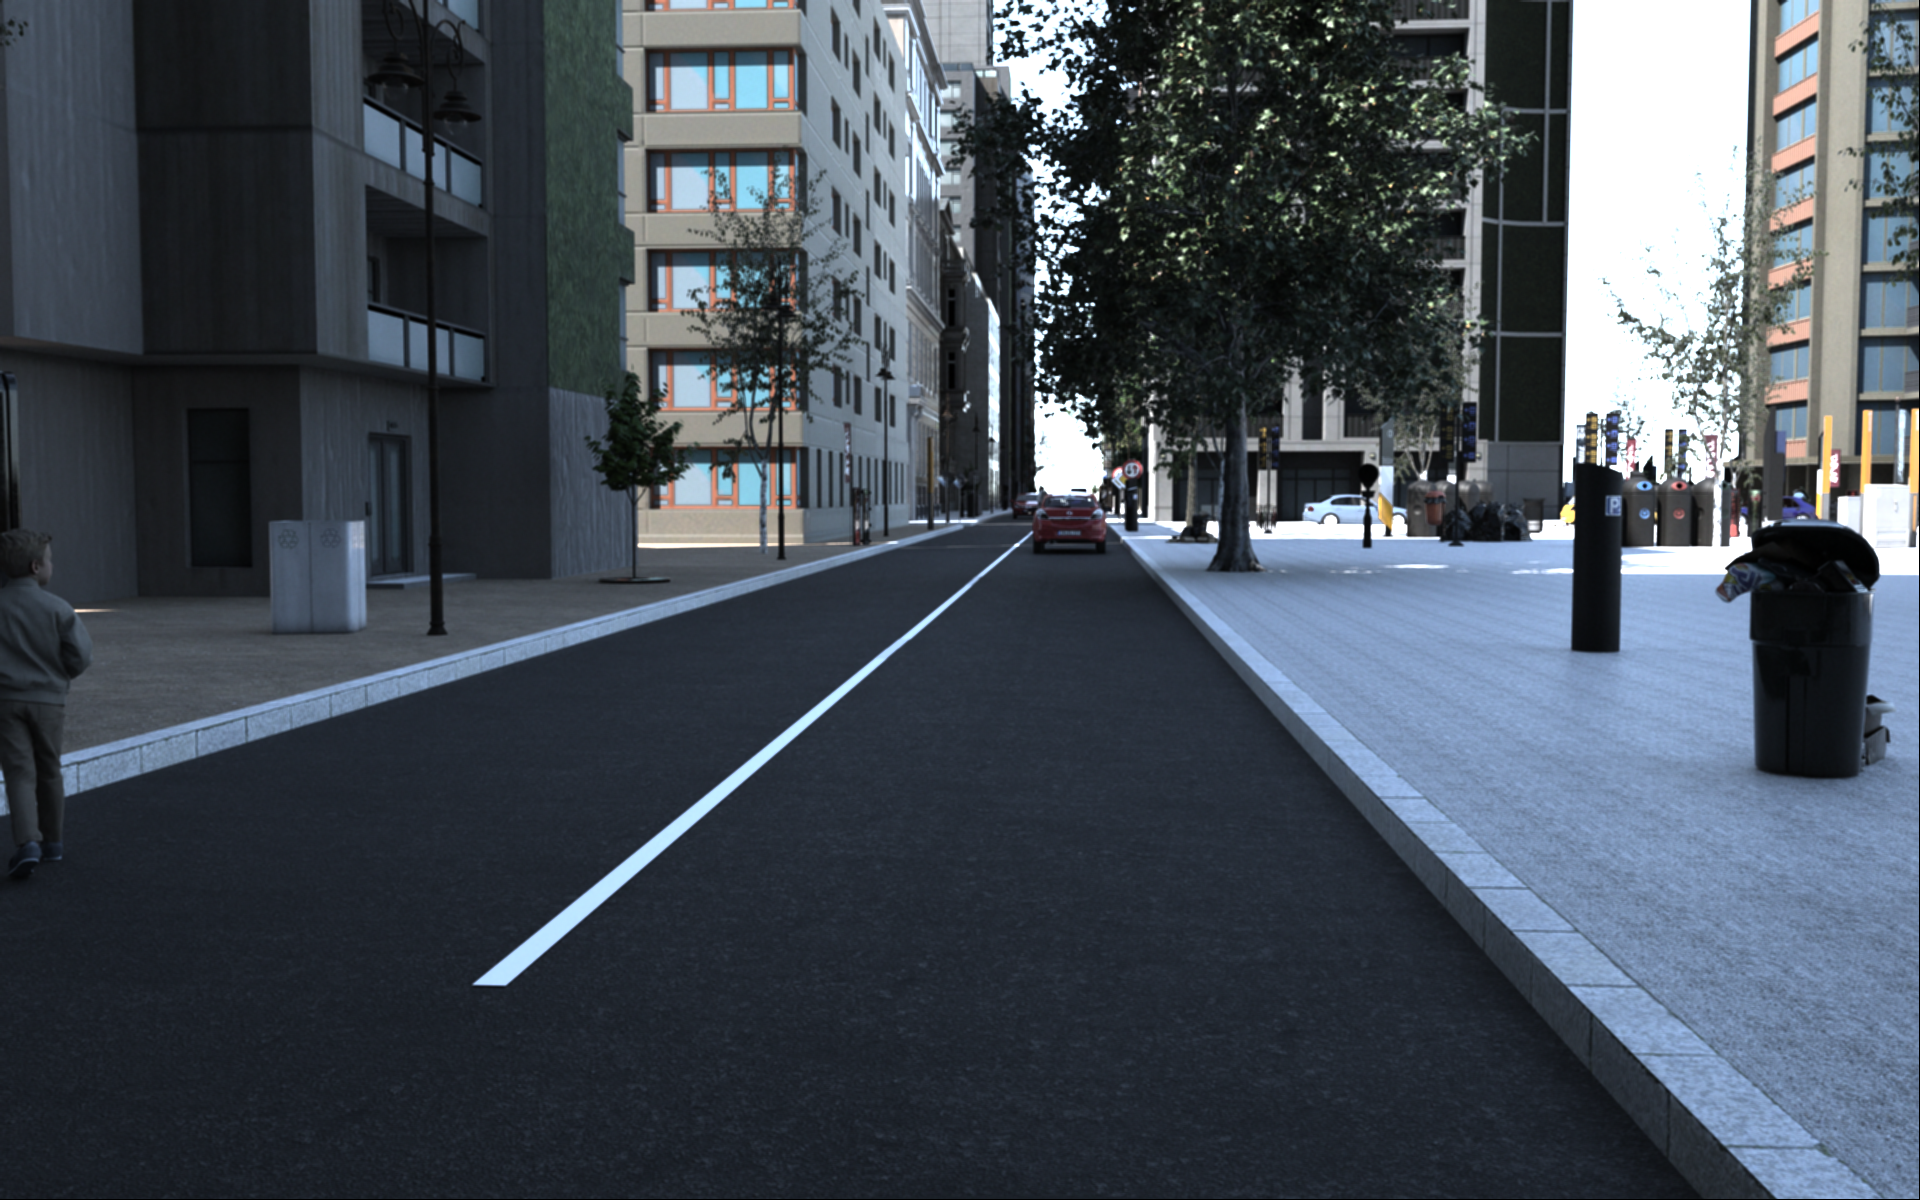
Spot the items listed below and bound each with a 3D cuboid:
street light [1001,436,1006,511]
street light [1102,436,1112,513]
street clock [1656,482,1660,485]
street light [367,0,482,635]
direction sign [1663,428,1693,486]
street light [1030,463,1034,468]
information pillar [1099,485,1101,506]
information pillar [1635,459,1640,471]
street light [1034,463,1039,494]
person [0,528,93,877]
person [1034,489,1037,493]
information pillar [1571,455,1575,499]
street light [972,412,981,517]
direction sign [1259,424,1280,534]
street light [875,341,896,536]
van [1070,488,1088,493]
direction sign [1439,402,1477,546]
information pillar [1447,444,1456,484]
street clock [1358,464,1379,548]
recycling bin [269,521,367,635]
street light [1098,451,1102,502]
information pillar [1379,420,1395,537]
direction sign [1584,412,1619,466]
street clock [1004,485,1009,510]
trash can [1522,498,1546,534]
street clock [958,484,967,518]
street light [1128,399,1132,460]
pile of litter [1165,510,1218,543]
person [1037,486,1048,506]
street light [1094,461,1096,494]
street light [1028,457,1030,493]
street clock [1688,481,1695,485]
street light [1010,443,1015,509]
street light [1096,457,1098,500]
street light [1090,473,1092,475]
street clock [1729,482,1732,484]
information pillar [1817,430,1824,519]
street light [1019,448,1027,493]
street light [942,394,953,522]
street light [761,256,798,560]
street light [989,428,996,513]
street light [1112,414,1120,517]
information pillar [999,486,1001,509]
[{"bbox_3d":[3.347,-9.876,134.259,0.468,5.910,1.993,0,4,4],"label":"street light"},{"bbox_3d":[11.529,-9.901,134.663,0.468,5.910,1.993,0,4,4],"label":"street light"},{"bbox_3d":[42.183,-6.125,104.715,0.358,2.002,0.471,2,4,26],"label":"street clock"},{"bbox_3d":[-4.767,-2.619,15.615,0.468,5.910,1.993,0,4,4],"label":"street light"},{"bbox_3d":[24.669,-4.146,59.779,0.876,3.537,0.379,-1,4,-12],"label":"direction sign"},{"bbox_3d":[8.497,-14.576,211.099,0.468,5.910,1.993,0,4,4],"label":"street light"},{"bbox_3d":[11.770,-8.566,144.551,0.304,2.012,0.304,-1,4,-12],"label":"information pillar"},{"bbox_3d":[45.339,-7.635,116.187,0.504,3.616,0.183,2,4,28],"label":"information pillar"},{"bbox_3d":[9.816,-15.688,229.283,0.468,5.910,1.993,0,4,4],"label":"street light"},{"bbox_3d":[-3.561,0.378,6.588,0.475,1.303,0.640,-2,4,-31],"label":"person"},{"bbox_3d":[5.083,-6.681,118.087,0.721,1.781,0.623,0,4,-8],"label":"person"},{"bbox_3d":[36.972,-6.891,104.014,0.504,3.616,0.183,2,4,32],"label":"information pillar"},{"bbox_3d":[0.928,-7.641,97.726,0.468,5.910,1.993,0,4,4],"label":"street light"},{"bbox_3d":[9.987,-3.915,56.013,0.379,3.537,0.876,-3,4,-37],"label":"direction sign"},{"bbox_3d":[-2.249,-4.880,52.568,0.468,5.910,1.993,0,4,4],"label":"street light"},{"bbox_3d":[11.810,-10.300,172.793,2.240,2.365,5.245,0,4,3],"label":"van"},{"bbox_3d":[12.271,-3.103,42.729,0.876,3.537,0.379,0,4,5],"label":"direction sign"},{"bbox_3d":[21.938,-5.241,77.042,0.504,3.616,0.183,0,4,-2],"label":"information pillar"},{"bbox_3d":[9.728,-2.247,41.316,0.471,2.002,0.358,1,4,18],"label":"street clock"},{"bbox_3d":[-5.988,-0.222,16.177,0.722,1.027,0.722,-1,4,-8],"label":"recycling bin"},{"bbox_3d":[12.866,-11.148,155.065,0.468,5.910,1.993,0,4,4],"label":"street light"},{"bbox_3d":[12.633,-3.664,51.269,0.504,3.616,0.183,-2,4,-27],"label":"information pillar"},{"bbox_3d":[17.842,-3.439,48.227,0.876,3.537,0.379,1,4,13],"label":"direction sign"},{"bbox_3d":[3.662,-8.228,139.098,0.358,2.002,0.471,-3,5,-41],"label":"street clock"},{"bbox_3d":[18.710,-2.743,56.497,0.748,1.137,0.748,0,3,0],"label":"trash can"},{"bbox_3d":[0.105,-5.519,94.813,0.471,2.002,0.358,1,4,15],"label":"street clock"},{"bbox_3d":[7.748,-6.525,79.479,0.468,5.910,1.993,0,4,4],"label":"street light"},{"bbox_3d":[6.244,-1.925,45.440,1.719,0.858,1.176,3,5,45],"label":"pile of litter"},{"bbox_3d":[4.169,-4.759,86.415,0.679,1.850,0.850,0,4,-4],"label":"person"},{"bbox_3d":[15.421,-13.423,192.247,0.468,5.910,1.993,0,4,4],"label":"street light"},{"bbox_3d":[7.250,-13.408,192.005,0.468,5.910,1.993,0,4,4],"label":"street light"},{"bbox_3d":[39.802,-5.496,94.433,0.471,2.002,0.358,1,4,21],"label":"street clock"},{"bbox_3d":[4.729,-11.169,155.394,0.468,5.910,1.993,0,4,4],"label":"street light"},{"bbox_3d":[14.163,-12.274,173.474,0.468,5.910,1.993,0,4,4],"label":"street light"},{"bbox_3d":[18.591,-16.292,239.157,0.468,5.910,1.993,0,4,4],"label":"street light"},{"bbox_3d":[46.870,-6.150,105.119,0.471,2.002,0.358,1,4,11],"label":"street clock"},{"bbox_3d":[29.658,-4.171,59.551,0.504,3.616,0.183,-3,4,-36],"label":"information pillar"},{"bbox_3d":[6.162,-12.295,173.804,0.468,5.910,1.993,0,4,4],"label":"street light"},{"bbox_3d":[-0.548,-6.497,79.019,0.468,5.910,1.993,0,4,4],"label":"street light"},{"bbox_3d":[-3.502,-3.732,33.804,0.468,5.910,1.993,0,4,4],"label":"street light"},{"bbox_3d":[2.141,-8.763,116.067,0.468,5.910,1.993,0,4,4],"label":"street light"},{"bbox_3d":[8.982,-7.638,97.669,0.468,5.910,1.993,0,4,4],"label":"street light"},{"bbox_3d":[3.385,-9.051,152.482,0.304,2.012,0.304,3,5,44],"label":"information pillar"}]
